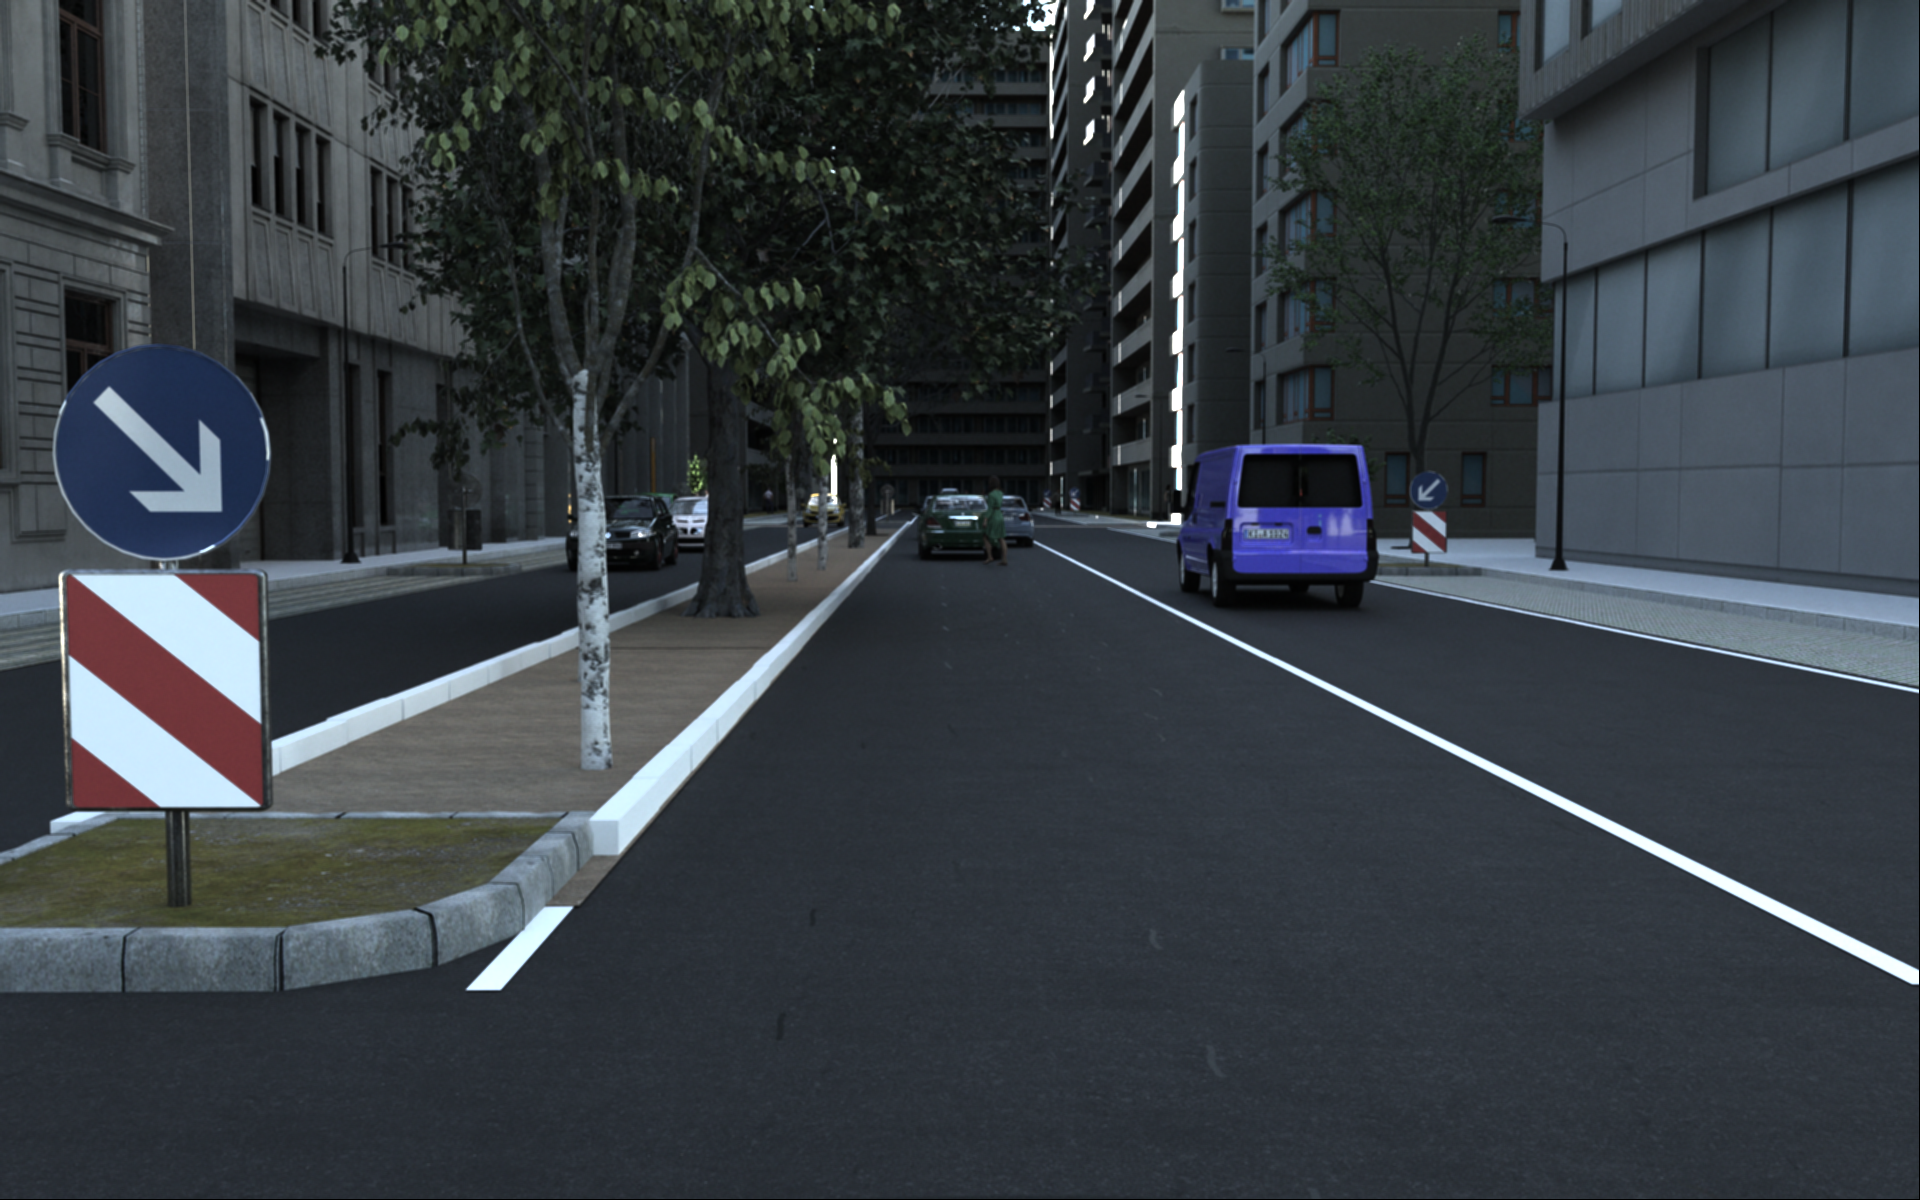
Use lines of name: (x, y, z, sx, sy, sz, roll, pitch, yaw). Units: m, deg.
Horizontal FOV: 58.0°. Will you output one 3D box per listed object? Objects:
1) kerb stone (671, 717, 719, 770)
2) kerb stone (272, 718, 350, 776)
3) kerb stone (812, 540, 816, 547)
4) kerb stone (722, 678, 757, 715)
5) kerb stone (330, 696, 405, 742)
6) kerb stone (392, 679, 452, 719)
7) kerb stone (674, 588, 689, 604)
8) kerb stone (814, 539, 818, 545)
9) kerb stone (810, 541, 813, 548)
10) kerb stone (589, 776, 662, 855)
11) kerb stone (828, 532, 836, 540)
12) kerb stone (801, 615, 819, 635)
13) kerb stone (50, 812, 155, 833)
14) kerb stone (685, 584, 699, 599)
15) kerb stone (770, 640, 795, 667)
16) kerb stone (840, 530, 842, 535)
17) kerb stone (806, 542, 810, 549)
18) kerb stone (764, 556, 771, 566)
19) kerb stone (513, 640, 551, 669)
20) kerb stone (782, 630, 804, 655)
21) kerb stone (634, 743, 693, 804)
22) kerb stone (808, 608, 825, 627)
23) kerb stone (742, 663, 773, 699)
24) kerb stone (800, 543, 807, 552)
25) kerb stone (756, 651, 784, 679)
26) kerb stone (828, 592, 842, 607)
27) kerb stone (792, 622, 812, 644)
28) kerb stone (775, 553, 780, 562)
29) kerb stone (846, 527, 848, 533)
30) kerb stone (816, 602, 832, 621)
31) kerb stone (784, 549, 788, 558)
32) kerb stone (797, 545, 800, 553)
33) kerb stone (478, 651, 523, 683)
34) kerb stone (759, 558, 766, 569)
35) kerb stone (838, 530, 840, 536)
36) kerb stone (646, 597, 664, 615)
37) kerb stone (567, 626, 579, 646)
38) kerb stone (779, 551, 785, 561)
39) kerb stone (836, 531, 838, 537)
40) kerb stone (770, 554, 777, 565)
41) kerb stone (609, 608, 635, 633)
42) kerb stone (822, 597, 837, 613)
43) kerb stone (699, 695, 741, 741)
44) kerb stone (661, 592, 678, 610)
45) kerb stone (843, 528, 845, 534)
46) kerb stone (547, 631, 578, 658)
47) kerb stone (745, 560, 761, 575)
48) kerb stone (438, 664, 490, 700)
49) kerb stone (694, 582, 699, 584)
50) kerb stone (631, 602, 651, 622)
kerb stone: (-1.439, 0.785, 9.371, 0.120, 0.150, 1.000, 0, 4, -1)
kerb stone: (-3.540, 0.794, 9.357, 0.120, 0.150, 1.000, 0, 4, -1)
kerb stone: (-4.013, -1.470, 46.231, 0.120, 0.150, 1.000, 0, 4, -1)
kerb stone: (-1.469, 0.662, 11.420, 0.120, 0.150, 1.000, 0, 4, -1)
kerb stone: (-3.561, 0.722, 10.384, 0.120, 0.150, 1.000, 0, 4, -1)
kerb stone: (-3.568, 0.663, 11.407, 0.120, 0.150, 1.000, 0, 4, -1)
kerb stone: (-3.718, -0.025, 22.693, 0.120, 0.150, 1.000, 0, 4, -1)
kerb stone: (-4.029, -1.526, 47.260, 0.120, 0.150, 1.000, 0, 4, -1)
kerb stone: (-4.002, -1.399, 45.209, 0.120, 0.150, 1.000, 0, 4, -1)
kerb stone: (-1.411, 0.910, 7.316, 0.120, 0.150, 1.000, 0, 4, -1)
kerb stone: (-4.137, -2.033, 55.468, 0.120, 0.150, 1.000, 0, 4, -1)
kerb stone: (-1.550, 0.287, 17.565, 0.120, 0.150, 1.000, 0, 4, -1)
kerb stone: (-3.512, 0.912, 7.290, 0.120, 0.150, 1.000, 0, 4, -1)
kerb stone: (-3.729, -0.086, 23.716, 0.120, 0.150, 1.000, 0, 4, -1)
kerb stone: (-1.506, 0.475, 14.491, 0.120, 0.150, 1.000, 0, 4, -1)
kerb stone: (-4.174, -2.221, 58.548, 0.120, 0.150, 1.000, 0, 4, -1)
kerb stone: (-3.990, -1.342, 44.186, 0.120, 0.150, 1.000, 0, 4, -1)
kerb stone: (-3.862, -0.719, 33.957, 0.120, 0.150, 1.000, 0, 4, -1)
kerb stone: (-3.610, 0.472, 14.481, 0.120, 0.150, 1.000, 0, 4, -1)
kerb stone: (-1.517, 0.409, 15.513, 0.120, 0.150, 1.000, 0, 4, -1)
kerb stone: (-1.430, 0.847, 8.347, 0.120, 0.150, 1.000, 0, 4, -1)
kerb stone: (-1.565, 0.221, 18.588, 0.120, 0.150, 1.000, 0, 4, -1)
kerb stone: (-1.473, 0.598, 12.447, 0.120, 0.150, 1.000, 0, 4, -1)
kerb stone: (-3.978, -1.282, 43.159, 0.120, 0.150, 1.000, 0, 4, -1)
kerb stone: (-1.497, 0.534, 13.469, 0.120, 0.150, 1.000, 0, 4, -1)
kerb stone: (-1.598, 0.039, 21.664, 0.120, 0.150, 1.000, 0, 4, -1)
kerb stone: (-1.533, 0.349, 16.543, 0.120, 0.150, 1.000, 0, 4, -1)
kerb stone: (-3.892, -0.843, 36.001, 0.120, 0.150, 1.000, 0, 4, -1)
kerb stone: (-4.233, -2.473, 62.680, 0.120, 0.150, 1.000, 0, 4, -1)
kerb stone: (-1.573, 0.162, 19.615, 0.120, 0.150, 1.000, 0, 4, -1)
kerb stone: (-3.914, -0.969, 38.047, 0.120, 0.150, 1.000, 0, 4, -1)
kerb stone: (-3.953, -1.157, 41.114, 0.120, 0.150, 1.000, 0, 4, -1)
kerb stone: (-3.594, 0.534, 13.459, 0.120, 0.150, 1.000, 0, 4, -1)
kerb stone: (-3.849, -0.649, 32.935, 0.120, 0.150, 1.000, 0, 4, -1)
kerb stone: (-4.162, -2.157, 57.526, 0.120, 0.150, 1.000, 0, 4, -1)
kerb stone: (-3.693, 0.095, 20.635, 0.120, 0.150, 1.000, 0, 4, -1)
kerb stone: (-3.633, 0.346, 16.536, 0.120, 0.150, 1.000, 0, 4, -1)
kerb stone: (-3.901, -0.907, 37.023, 0.120, 0.150, 1.000, 0, 4, -1)
kerb stone: (-4.153, -2.098, 56.490, 0.120, 0.150, 1.000, 0, 4, -1)
kerb stone: (-3.862, -0.782, 34.979, 0.120, 0.150, 1.000, 0, 4, -1)
kerb stone: (-3.664, 0.222, 18.581, 0.120, 0.150, 1.000, 0, 4, -1)
kerb stone: (-1.586, 0.095, 20.637, 0.120, 0.150, 1.000, 0, 4, -1)
kerb stone: (-1.449, 0.722, 10.398, 0.120, 0.150, 1.000, 0, 4, -1)
kerb stone: (-3.697, 0.040, 21.663, 0.120, 0.150, 1.000, 0, 4, -1)
kerb stone: (-4.202, -2.349, 60.609, 0.120, 0.150, 1.000, 0, 4, -1)
kerb stone: (-3.613, 0.418, 15.515, 0.120, 0.150, 1.000, 0, 4, -1)
kerb stone: (-3.824, -0.590, 31.906, 0.120, 0.150, 1.000, 0, 4, -1)
kerb stone: (-3.579, 0.598, 12.429, 0.120, 0.150, 1.000, 0, 4, -1)
kerb stone: (-3.747, -0.155, 24.737, 0.120, 0.150, 1.000, 0, 4, -1)
kerb stone: (-3.670, 0.163, 19.613, 0.120, 0.150, 1.000, 0, 4, -1)
